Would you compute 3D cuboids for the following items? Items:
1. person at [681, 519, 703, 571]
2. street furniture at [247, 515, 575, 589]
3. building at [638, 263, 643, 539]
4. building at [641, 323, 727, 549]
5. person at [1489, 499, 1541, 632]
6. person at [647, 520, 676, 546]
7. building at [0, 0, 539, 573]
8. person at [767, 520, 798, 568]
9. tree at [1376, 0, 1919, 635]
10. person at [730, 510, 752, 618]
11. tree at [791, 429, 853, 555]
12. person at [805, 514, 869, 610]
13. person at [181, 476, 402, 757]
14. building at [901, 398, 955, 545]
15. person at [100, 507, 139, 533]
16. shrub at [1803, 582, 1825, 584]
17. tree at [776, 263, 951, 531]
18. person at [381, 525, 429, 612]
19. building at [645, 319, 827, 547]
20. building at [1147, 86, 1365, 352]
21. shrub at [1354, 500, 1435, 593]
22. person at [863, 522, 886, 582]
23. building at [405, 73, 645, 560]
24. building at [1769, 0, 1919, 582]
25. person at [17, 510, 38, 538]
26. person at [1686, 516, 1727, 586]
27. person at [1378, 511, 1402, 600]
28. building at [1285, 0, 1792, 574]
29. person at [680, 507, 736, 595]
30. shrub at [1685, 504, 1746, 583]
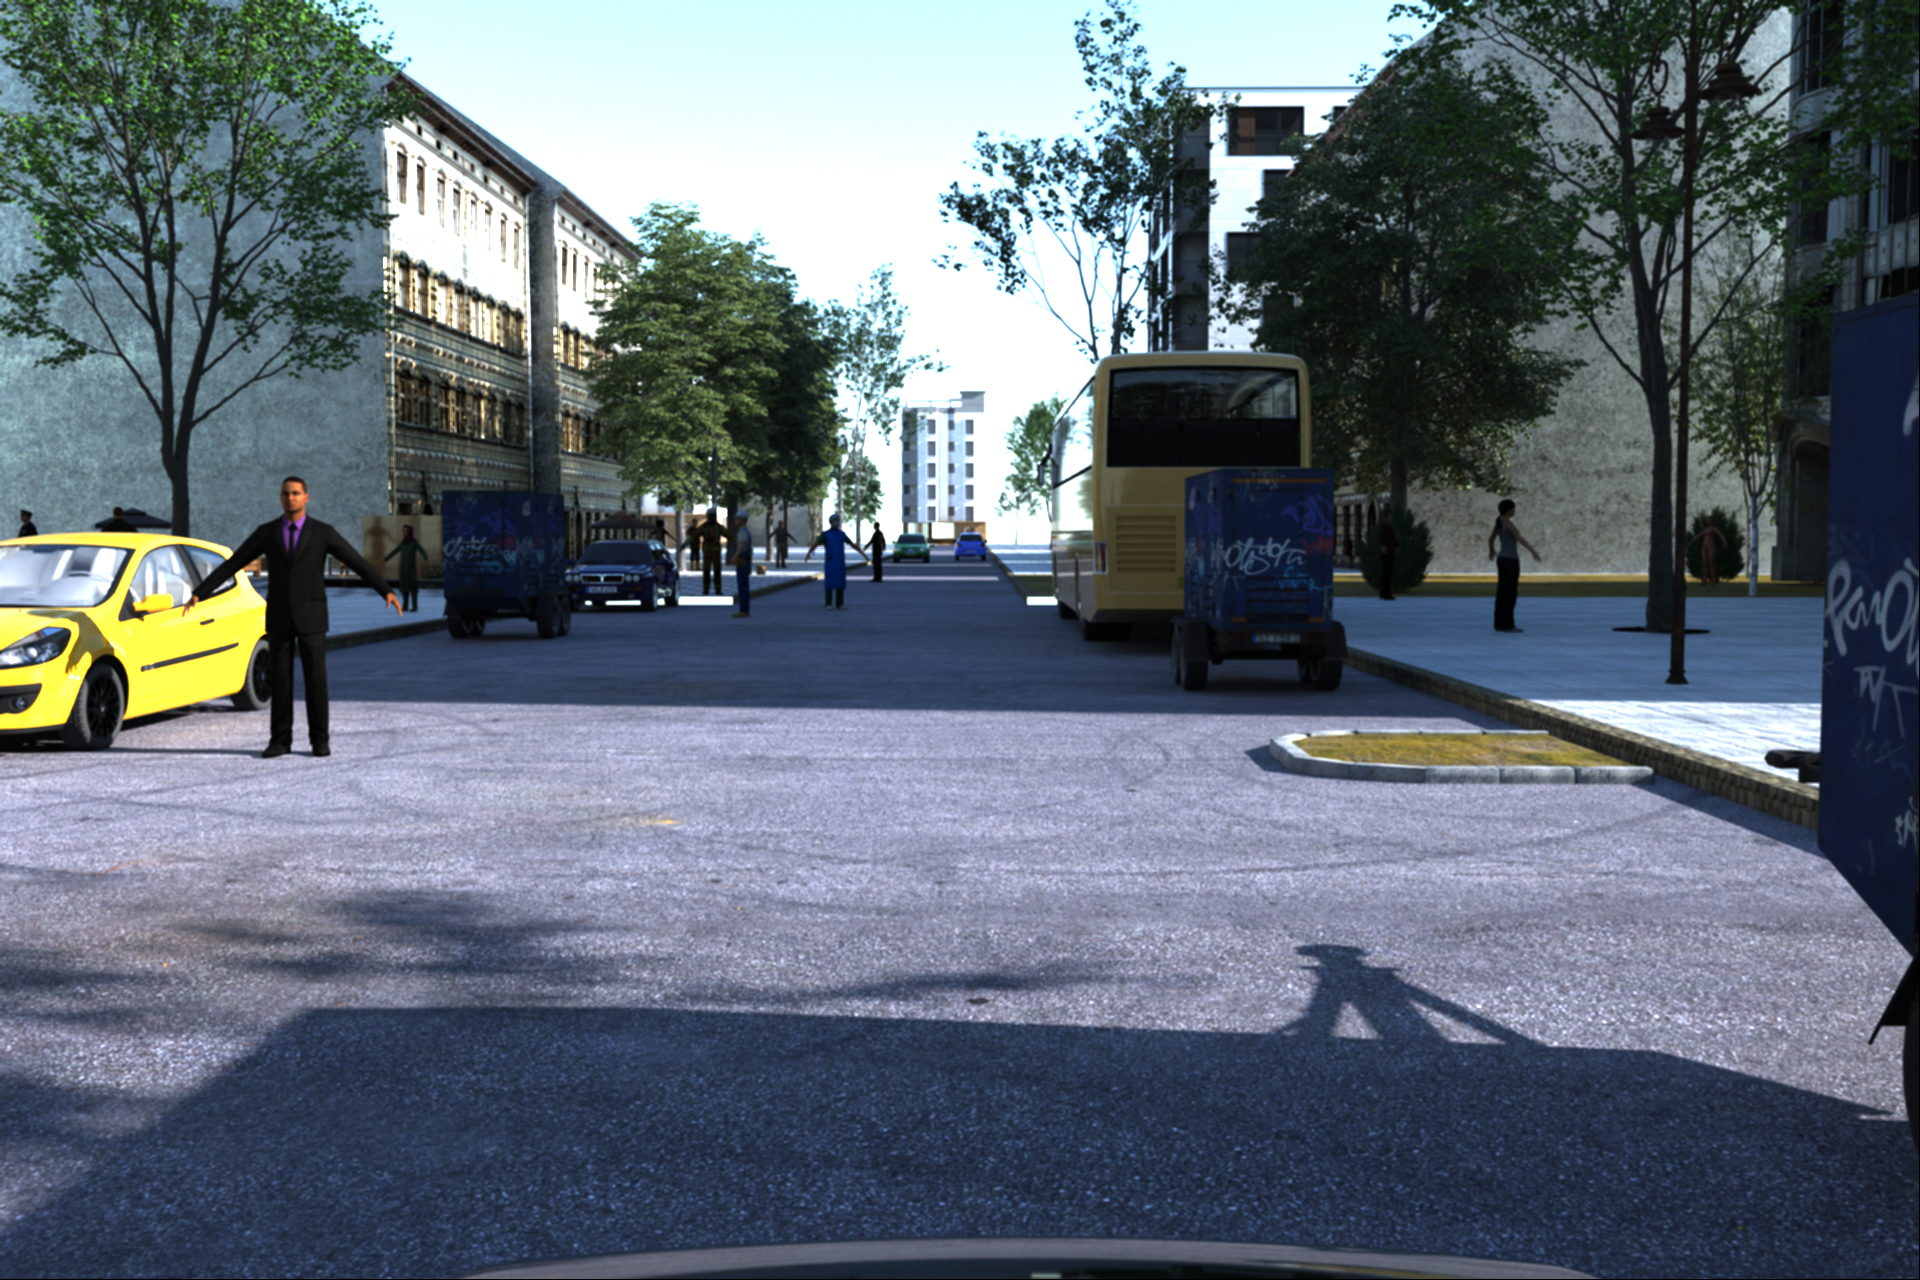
[{"bbox_3d":[-9.136,-3.286,59.861,0.704,1.812,1.346,3,5,44],"label":"person"},{"bbox_3d":[-11.964,-2.282,44.168,9.812,1.723,11.010,2,4,29],"label":"street furniture"},{"bbox_3d":[-26.506,-15.137,103.918,16.016,20.090,11.380,0,4,1],"label":"building"},{"bbox_3d":[-26.896,-18.229,154.467,16.016,20.090,11.380,0,4,0],"label":"building"},{"bbox_3d":[7.266,-0.976,22.773,0.721,1.737,1.217,-1,4,-11],"label":"person"},{"bbox_3d":[-11.459,-3.681,66.329,1.345,1.843,0.704,1,4,13],"label":"person"},{"bbox_3d":[-27.877,-14.352,65.591,19.493,23.208,18.063,0,4,1],"label":"building"},{"bbox_3d":[-6.748,-3.611,65.305,1.348,1.796,0.705,-3,4,-38],"label":"person"},{"bbox_3d":[9.032,-5.910,22.383,9.928,11.665,9.643,0,3,0],"label":"tree"},{"bbox_3d":[-3.778,-1.320,29.888,0.705,1.847,1.347,0,4,-2],"label":"person"},{"bbox_3d":[-9.254,-9.542,106.370,4.360,8.622,3.978,0,3,0],"label":"tree"},{"bbox_3d":[-2.352,-1.475,32.704,1.347,1.817,0.704,-2,4,-32],"label":"person"},{"bbox_3d":[-4.296,-0.154,11.200,1.346,1.802,0.704,-1,4,-10],"label":"person"},{"bbox_3d":[-7.462,-22.785,231.415,11.380,20.090,16.016,0,4,-6],"label":"building"},{"bbox_3d":[-16.089,-1.646,33.128,1.348,1.803,0.705,-3,5,-42],"label":"person"},{"bbox_3d":[22.326,-2.508,45.052,1.661,2.075,1.752,0,3,0],"label":"shrub"},{"bbox_3d":[-7.447,-16.205,120.836,12.611,20.169,13.585,0,3,0],"label":"tree"},{"bbox_3d":[-9.175,-1.191,28.680,0.989,1.438,0.599,2,4,24],"label":"person"},{"bbox_3d":[-24.281,-21.374,180.399,19.493,23.208,18.063,0,4,0],"label":"building"},{"bbox_3d":[24.051,-15.394,95.665,27.936,21.610,32.646,0,4,1],"label":"building"},{"bbox_3d":[9.419,-2.027,37.566,1.690,2.028,1.600,0,3,0],"label":"shrub"},{"bbox_3d":[-2.501,-2.632,51.712,0.704,1.802,1.346,2,4,25],"label":"person"},{"bbox_3d":[-26.766,-15.523,84.734,19.493,23.208,18.063,0,4,1],"label":"building"},{"bbox_3d":[26.687,-12.833,26.478,14.369,24.946,33.146,0,4,1],"label":"building"},{"bbox_3d":[-21.337,-2.057,39.572,1.347,1.837,0.705,3,4,38],"label":"person"},{"bbox_3d":[18.516,-2.210,42.931,0.721,1.733,1.217,-2,4,-26],"label":"person"},{"bbox_3d":[8.375,-1.643,33.674,0.721,1.729,1.215,2,4,28],"label":"person"},{"bbox_3d":[23.461,-14.286,64.512,19.493,23.208,18.063,0,3,0],"label":"building"},{"bbox_3d":[-5.235,-1.883,36.563,1.354,1.858,0.705,-1,4,-13],"label":"person"},{"bbox_3d":[19.873,-2.542,45.610,1.661,2.075,1.752,0,3,0],"label":"shrub"}]
